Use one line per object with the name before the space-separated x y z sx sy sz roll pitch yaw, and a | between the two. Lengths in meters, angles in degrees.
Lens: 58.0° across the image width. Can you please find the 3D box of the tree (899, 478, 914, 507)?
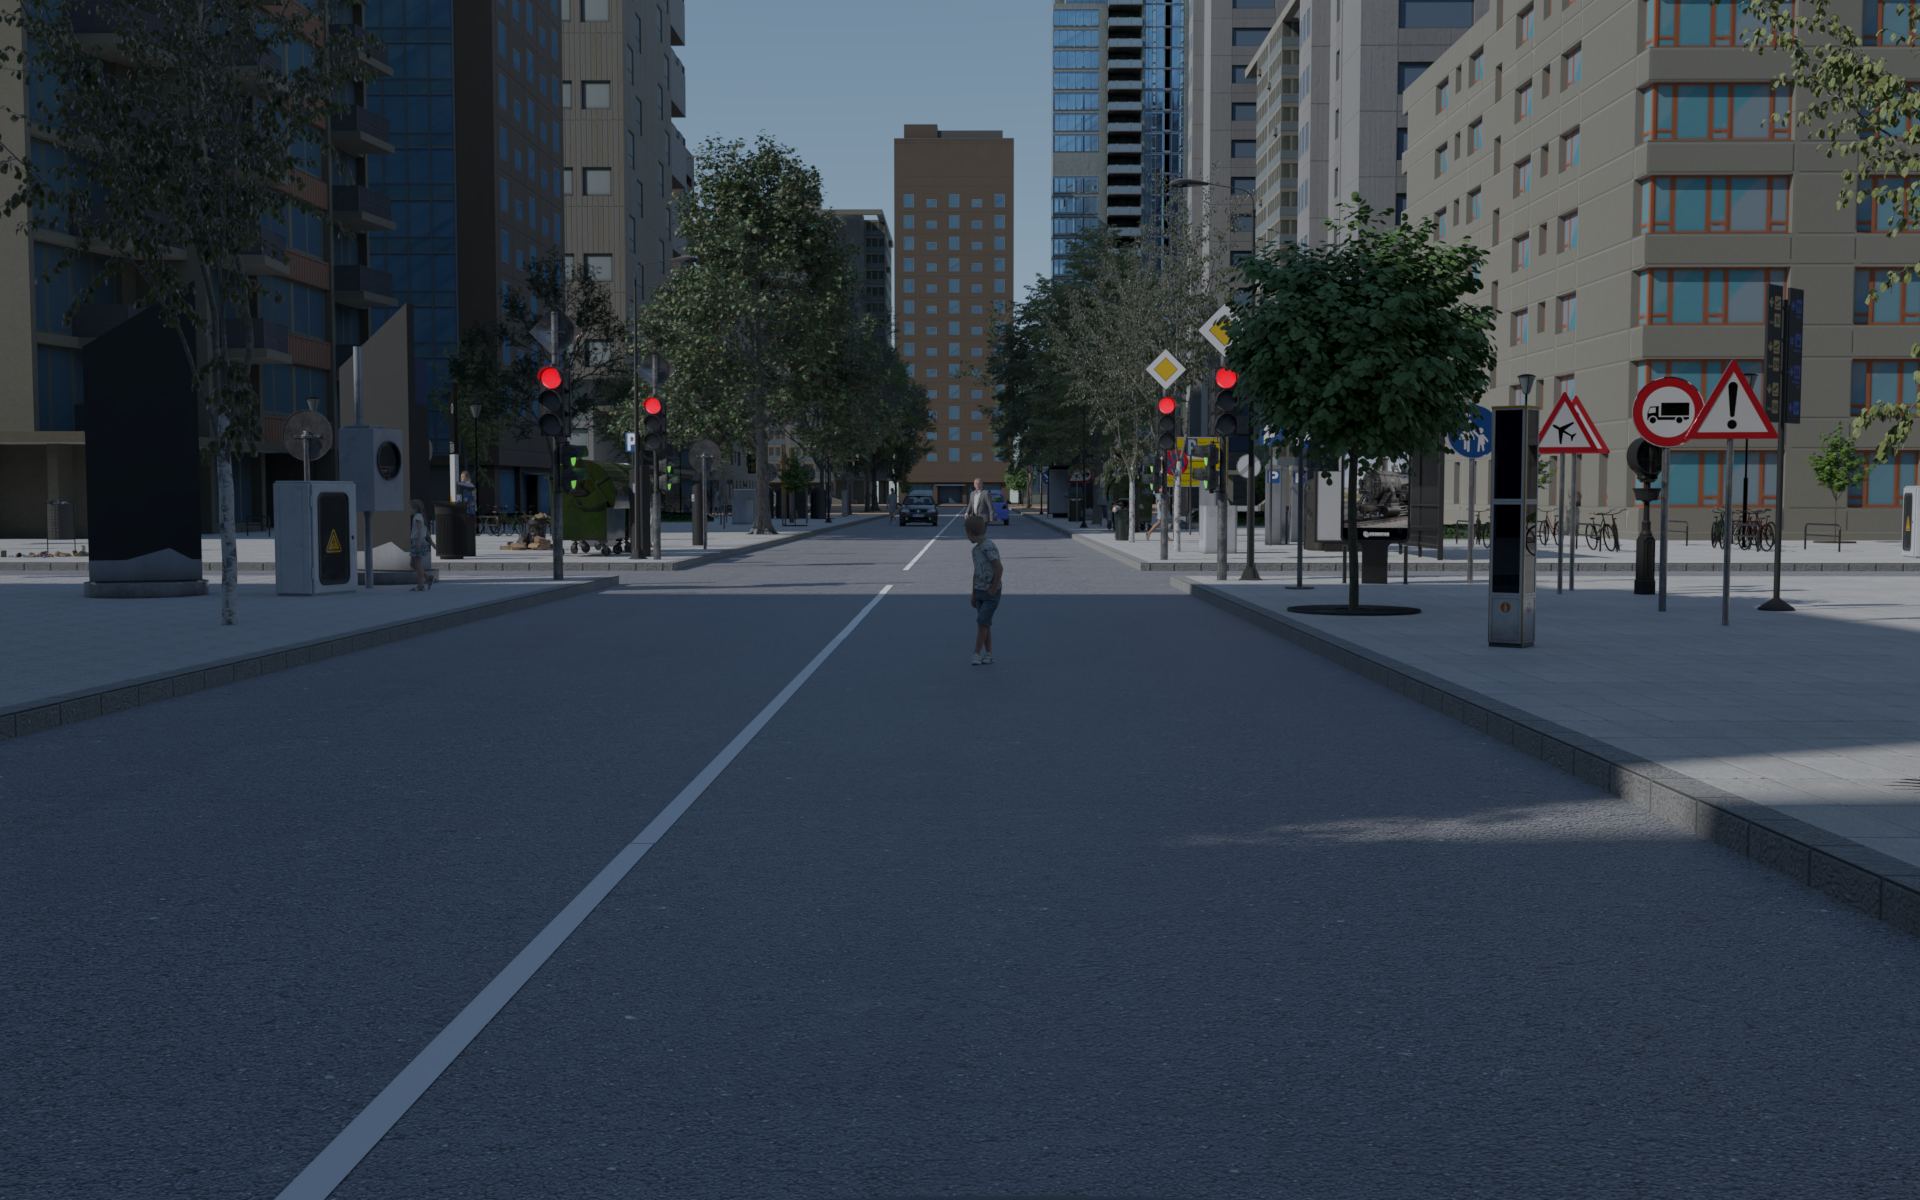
tree | -5.640 -11.193 177.605 1.663 3.219 1.824 0 3 0

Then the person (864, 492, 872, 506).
person | -9.493 -10.606 180.000 0.990 1.755 0.434 -2 4 -32

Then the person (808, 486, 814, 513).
person | -8.055 -5.276 92.981 0.598 1.740 0.731 0 4 -3

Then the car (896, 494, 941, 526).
car | -1.866 -4.198 78.427 2.009 1.686 4.222 0 4 -1

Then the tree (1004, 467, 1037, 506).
tree | 6.721 -12.354 185.698 4.285 4.588 4.351 0 3 0

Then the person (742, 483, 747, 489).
person | -10.626 -4.837 85.251 0.709 1.813 0.853 0 4 6

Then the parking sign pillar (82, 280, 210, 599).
parking sign pillar | -10.302 -2.040 21.834 1.447 3.967 1.447 -2 4 -24

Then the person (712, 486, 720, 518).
person | -13.123 -5.280 93.374 0.522 1.701 0.512 0 4 4

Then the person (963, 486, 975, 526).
person | 0.399 -4.217 77.726 0.573 1.790 0.520 0 4 0

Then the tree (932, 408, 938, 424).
tree | -6.429 -13.039 130.197 9.611 12.733 9.660 0 3 0

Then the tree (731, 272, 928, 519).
tree | -7.146 -10.888 88.388 12.009 13.543 11.850 0 3 0

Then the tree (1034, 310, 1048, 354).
tree | 4.311 -5.824 45.583 4.360 8.622 3.978 0 3 0

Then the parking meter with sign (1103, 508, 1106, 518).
parking meter with sign | 8.049 -5.908 92.860 1.738 3.016 0.543 2 4 28

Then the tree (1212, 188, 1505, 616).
tree | 4.353 -2.149 18.858 4.285 4.588 4.351 0 3 0

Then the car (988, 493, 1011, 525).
car | 1.424 -4.330 80.382 1.945 1.707 3.694 0 4 0

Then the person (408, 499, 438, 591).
person | -7.080 -0.720 22.833 0.382 1.210 0.505 -1 4 -16

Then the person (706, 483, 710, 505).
person | -13.462 -5.233 91.386 0.659 1.850 0.755 1 4 15

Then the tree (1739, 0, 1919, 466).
tree | 8.711 -3.874 13.710 4.737 8.622 4.395 0 3 0

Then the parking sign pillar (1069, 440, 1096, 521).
parking sign pillar | 6.029 -5.873 84.496 1.447 3.967 1.447 -1 4 -16

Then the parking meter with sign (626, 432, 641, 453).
parking meter with sign | -9.755 -3.184 48.322 0.543 3.016 1.738 3 5 40

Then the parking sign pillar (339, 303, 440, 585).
parking sign pillar | -8.286 -2.231 24.952 1.447 3.967 1.447 2 4 25

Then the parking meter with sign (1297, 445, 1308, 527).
parking meter with sign | 9.060 -3.059 46.277 0.543 3.016 1.738 0 4 5

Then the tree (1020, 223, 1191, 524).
tree | 6.181 -9.475 73.045 7.486 12.596 7.792 0 3 0

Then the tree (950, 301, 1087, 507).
tree | 5.660 -19.231 170.321 12.611 20.169 13.585 0 3 0

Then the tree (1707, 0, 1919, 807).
tree | 4.473 -4.953 6.745 9.928 11.665 9.643 0 3 0

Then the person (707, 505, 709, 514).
person | -14.272 -5.537 96.916 0.599 1.781 0.374 2 4 26

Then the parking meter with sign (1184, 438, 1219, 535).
parking meter with sign | 7.790 -3.513 53.695 0.543 3.016 1.738 -3 5 -42

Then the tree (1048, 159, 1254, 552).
tree | 4.734 -5.394 38.549 4.360 8.622 3.978 0 3 0

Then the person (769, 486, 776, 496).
person | -12.281 -6.485 112.050 1.348 1.826 0.705 1 4 21

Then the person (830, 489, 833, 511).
person | -7.614 -5.675 99.421 0.593 1.750 0.643 -1 4 -18

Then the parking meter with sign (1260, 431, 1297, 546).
parking meter with sign | 7.990 -2.900 43.681 0.543 3.016 1.738 1 4 20

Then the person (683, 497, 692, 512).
person | -13.753 -4.711 88.558 0.738 1.151 1.012 2 4 25

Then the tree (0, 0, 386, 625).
tree | -7.327 -4.050 16.575 4.360 8.622 3.978 0 3 0

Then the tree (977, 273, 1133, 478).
tree | 5.902 -11.877 100.845 9.857 13.997 8.962 0 3 0

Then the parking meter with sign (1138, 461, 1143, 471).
parking meter with sign | 8.729 -5.806 91.196 1.738 3.016 0.543 -2 4 -26

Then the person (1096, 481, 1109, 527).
person | 5.665 -3.812 68.544 0.537 1.800 0.526 2 4 28

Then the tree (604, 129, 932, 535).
tree | -6.387 -8.423 54.718 9.611 12.733 9.660 0 3 0

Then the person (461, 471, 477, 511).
person | -11.569 -2.117 40.748 0.391 1.810 0.635 -1 4 -17

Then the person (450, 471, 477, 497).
person | -13.220 -2.495 46.206 0.474 1.900 0.648 2 4 29

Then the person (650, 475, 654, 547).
person | -7.443 -2.140 41.588 0.519 1.759 0.362 2 4 27

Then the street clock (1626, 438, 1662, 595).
street clock | 8.750 -1.071 22.075 0.471 2.002 0.358 -1 4 -12

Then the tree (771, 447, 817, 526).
tree | -6.516 -4.540 68.828 1.663 3.219 1.824 0 3 0

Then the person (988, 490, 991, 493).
person | 2.356 -7.663 134.614 1.217 1.723 0.721 -2 4 -32

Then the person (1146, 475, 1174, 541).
person | 5.455 -2.502 47.046 0.778 1.811 0.616 0 4 -2

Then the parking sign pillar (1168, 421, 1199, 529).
parking sign pillar | 8.314 -4.626 64.104 1.447 3.967 1.447 1 4 15

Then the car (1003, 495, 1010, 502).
car | 2.322 -6.427 116.886 2.131 1.459 4.920 0 4 0
